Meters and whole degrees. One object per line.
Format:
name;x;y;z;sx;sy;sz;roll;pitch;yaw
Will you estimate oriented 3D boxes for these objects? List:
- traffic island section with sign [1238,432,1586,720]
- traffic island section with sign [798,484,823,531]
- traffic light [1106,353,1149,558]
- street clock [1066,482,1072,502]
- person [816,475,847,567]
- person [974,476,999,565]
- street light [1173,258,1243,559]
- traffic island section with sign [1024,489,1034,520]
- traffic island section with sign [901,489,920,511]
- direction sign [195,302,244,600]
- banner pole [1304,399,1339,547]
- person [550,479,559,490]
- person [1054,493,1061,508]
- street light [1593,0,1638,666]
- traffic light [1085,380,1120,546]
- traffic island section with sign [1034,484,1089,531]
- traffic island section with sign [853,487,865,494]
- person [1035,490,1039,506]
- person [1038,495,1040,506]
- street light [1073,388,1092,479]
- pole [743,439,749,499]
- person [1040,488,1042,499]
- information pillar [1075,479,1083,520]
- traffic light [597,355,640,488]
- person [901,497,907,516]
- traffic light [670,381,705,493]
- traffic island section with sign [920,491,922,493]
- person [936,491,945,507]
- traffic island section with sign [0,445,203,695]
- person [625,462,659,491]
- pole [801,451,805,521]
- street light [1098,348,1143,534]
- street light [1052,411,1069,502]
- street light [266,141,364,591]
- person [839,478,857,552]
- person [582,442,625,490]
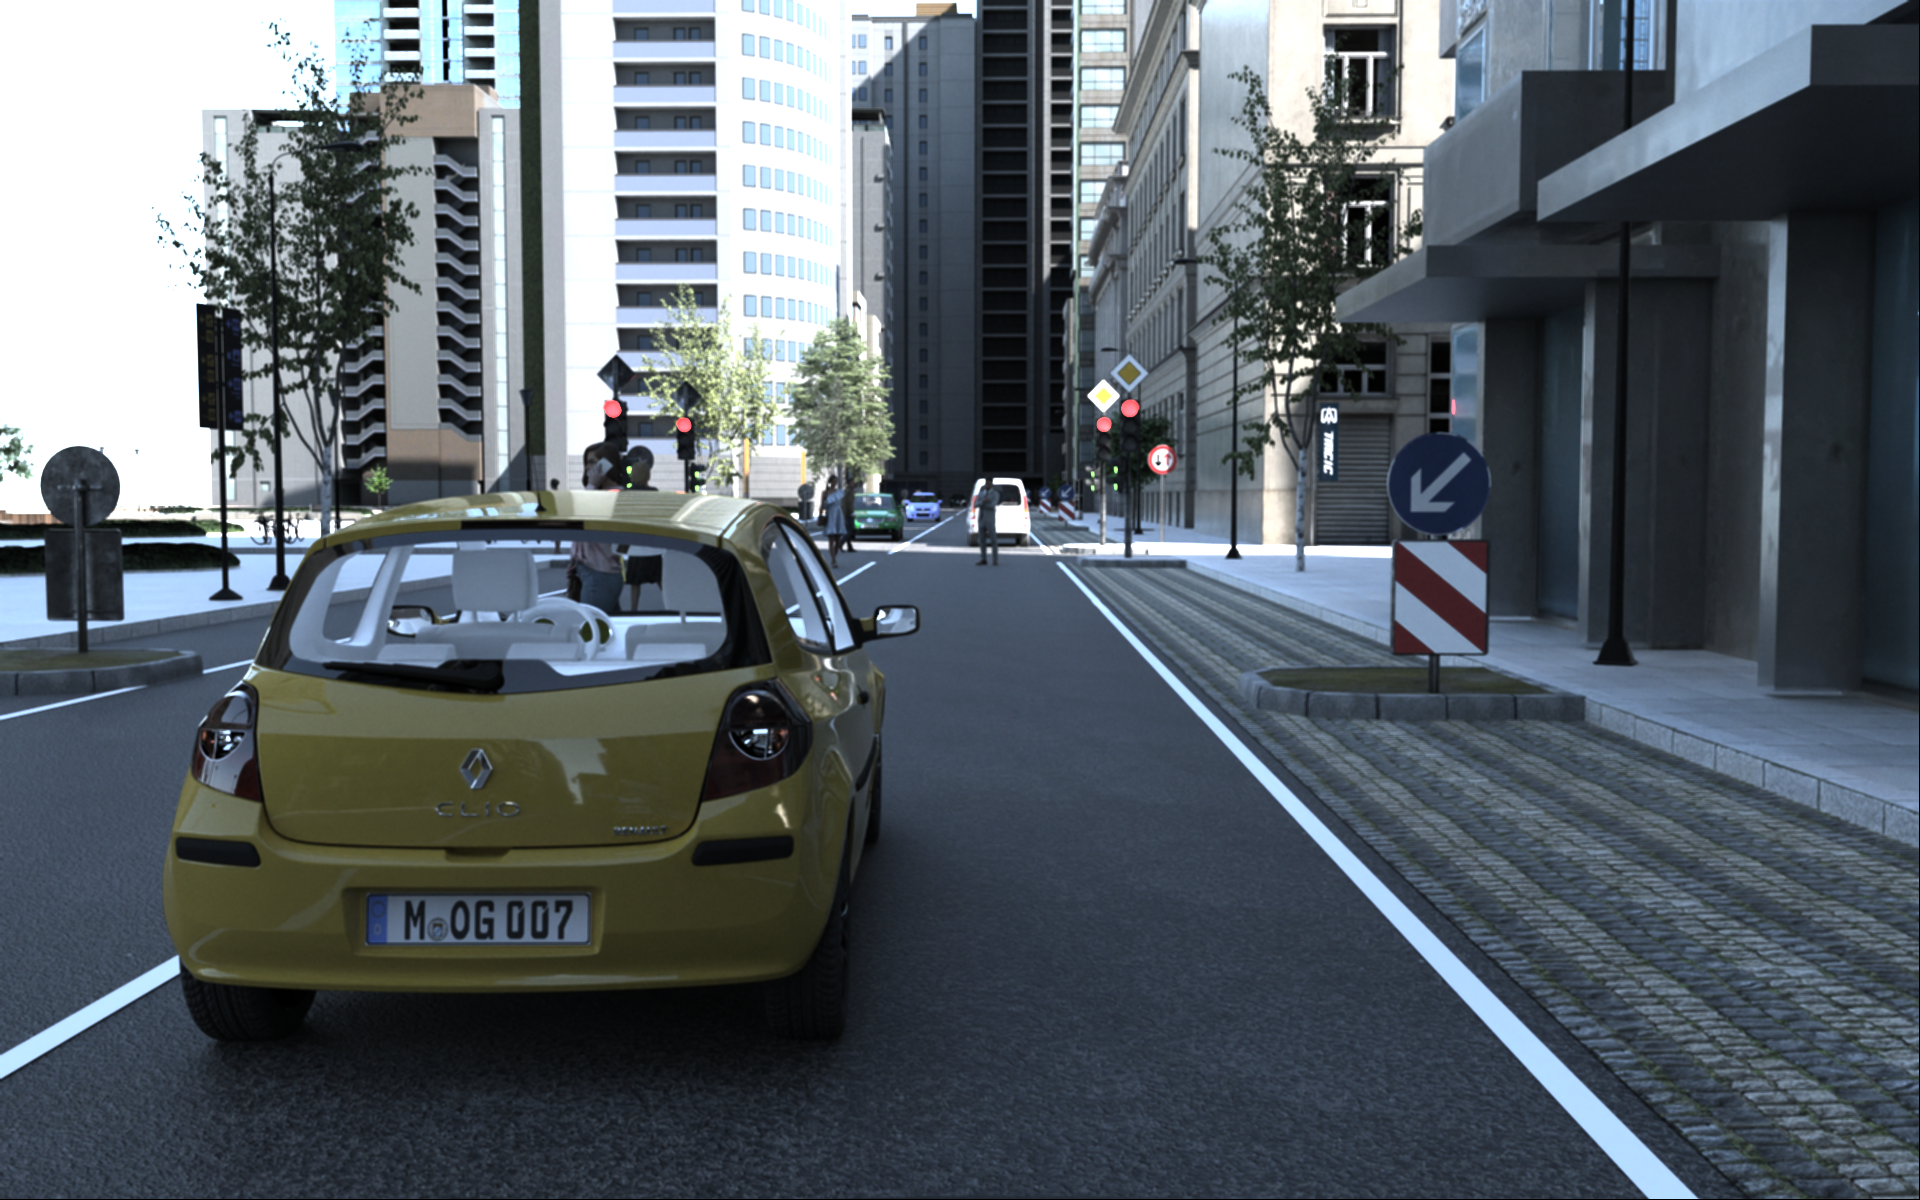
traffic island section with sign;2.972;-0.198;11.859;1.989;1.847;2.006;0;4;1
traffic island section with sign;-5.998;-3.617;67.764;1.989;1.847;2.006;0;4;1
traffic light;3.360;-2.801;34.715;0.839;4.253;0.868;0;4;1
street clock;6.330;-5.862;100.420;0.358;2.002;0.471;-1;4;-16
person;-2.517;-1.548;33.898;0.616;1.811;0.778;-1;4;-13
person;0.532;-1.609;34.992;0.511;1.800;0.466;1;4;13
street light;4.895;-3.774;34.244;1.470;5.913;1.316;0;4;1
traffic island section with sign;4.528;-5.271;94.802;1.989;1.847;2.006;0;4;1
traffic island section with sign;-4.561;-8.325;144.745;1.989;1.847;2.006;0;4;1
direction sign;-8.932;-1.772;20.968;0.379;3.537;0.876;1;4;10
banner pole;8.748;-3.171;41.869;0.863;3.779;0.401;0;4;3
person;-9.229;-1.870;39.417;0.374;1.781;0.599;0;4;-2
person;8.666;-9.029;154.213;0.434;1.755;0.990;-3;4;-36
street light;4.412;-2.470;12.921;1.470;5.913;1.316;0;4;1
traffic light;3.509;-3.289;42.699;0.839;4.253;0.868;0;4;1
traffic island section with sign;4.029;-3.622;67.851;1.989;1.847;2.006;0;4;1
traffic island section with sign;-5.489;-5.265;94.715;1.989;1.847;2.006;0;4;1
person;8.213;-10.949;185.619;0.434;1.755;0.990;-1;4;-16
person;8.848;-11.439;193.865;0.721;1.735;1.217;0;4;3
street light;5.646;-6.316;75.804;1.470;5.913;1.316;0;4;1
pole;-7.990;-4.329;64.630;0.158;3.312;0.155;0;3;0
person;7.639;-9.565;162.372;0.705;1.831;1.348;0;4;0
information pillar;5.922;-5.007;86.358;0.304;2.012;0.304;3;5;41
traffic light;-6.900;-2.812;34.891;0.839;4.253;0.868;0;4;1
person;-3.661;-6.154;113.805;0.352;1.250;0.332;-3;5;-44
traffic light;-6.751;-3.300;42.874;0.839;4.253;0.868;0;4;1
traffic island section with sign;-4.052;-9.974;171.696;1.989;1.847;2.006;0;4;1
person;-1.979;-9.603;166.232;1.217;1.735;0.721;-1;4;-21
traffic island section with sign;-7.021;-0.285;13.283;1.989;1.847;2.006;0;4;1
person;-3.238;-0.673;19.714;1.509;1.804;0.699;1;4;9
pole;-7.449;-5.410;82.303;0.158;3.312;0.155;0;3;0
street light;5.149;-5.046;55.039;1.470;5.913;1.316;0;4;1
street light;6.019;-7.586;96.571;1.470;5.913;1.316;0;4;1
street light;-8.547;-3.085;22.988;1.470;5.913;1.316;0;4;1
person;-2.756;-2.097;42.692;0.656;1.842;0.836;2;4;35
person;-2.137;-0.097;10.678;0.643;1.750;0.593;-1;4;-16
